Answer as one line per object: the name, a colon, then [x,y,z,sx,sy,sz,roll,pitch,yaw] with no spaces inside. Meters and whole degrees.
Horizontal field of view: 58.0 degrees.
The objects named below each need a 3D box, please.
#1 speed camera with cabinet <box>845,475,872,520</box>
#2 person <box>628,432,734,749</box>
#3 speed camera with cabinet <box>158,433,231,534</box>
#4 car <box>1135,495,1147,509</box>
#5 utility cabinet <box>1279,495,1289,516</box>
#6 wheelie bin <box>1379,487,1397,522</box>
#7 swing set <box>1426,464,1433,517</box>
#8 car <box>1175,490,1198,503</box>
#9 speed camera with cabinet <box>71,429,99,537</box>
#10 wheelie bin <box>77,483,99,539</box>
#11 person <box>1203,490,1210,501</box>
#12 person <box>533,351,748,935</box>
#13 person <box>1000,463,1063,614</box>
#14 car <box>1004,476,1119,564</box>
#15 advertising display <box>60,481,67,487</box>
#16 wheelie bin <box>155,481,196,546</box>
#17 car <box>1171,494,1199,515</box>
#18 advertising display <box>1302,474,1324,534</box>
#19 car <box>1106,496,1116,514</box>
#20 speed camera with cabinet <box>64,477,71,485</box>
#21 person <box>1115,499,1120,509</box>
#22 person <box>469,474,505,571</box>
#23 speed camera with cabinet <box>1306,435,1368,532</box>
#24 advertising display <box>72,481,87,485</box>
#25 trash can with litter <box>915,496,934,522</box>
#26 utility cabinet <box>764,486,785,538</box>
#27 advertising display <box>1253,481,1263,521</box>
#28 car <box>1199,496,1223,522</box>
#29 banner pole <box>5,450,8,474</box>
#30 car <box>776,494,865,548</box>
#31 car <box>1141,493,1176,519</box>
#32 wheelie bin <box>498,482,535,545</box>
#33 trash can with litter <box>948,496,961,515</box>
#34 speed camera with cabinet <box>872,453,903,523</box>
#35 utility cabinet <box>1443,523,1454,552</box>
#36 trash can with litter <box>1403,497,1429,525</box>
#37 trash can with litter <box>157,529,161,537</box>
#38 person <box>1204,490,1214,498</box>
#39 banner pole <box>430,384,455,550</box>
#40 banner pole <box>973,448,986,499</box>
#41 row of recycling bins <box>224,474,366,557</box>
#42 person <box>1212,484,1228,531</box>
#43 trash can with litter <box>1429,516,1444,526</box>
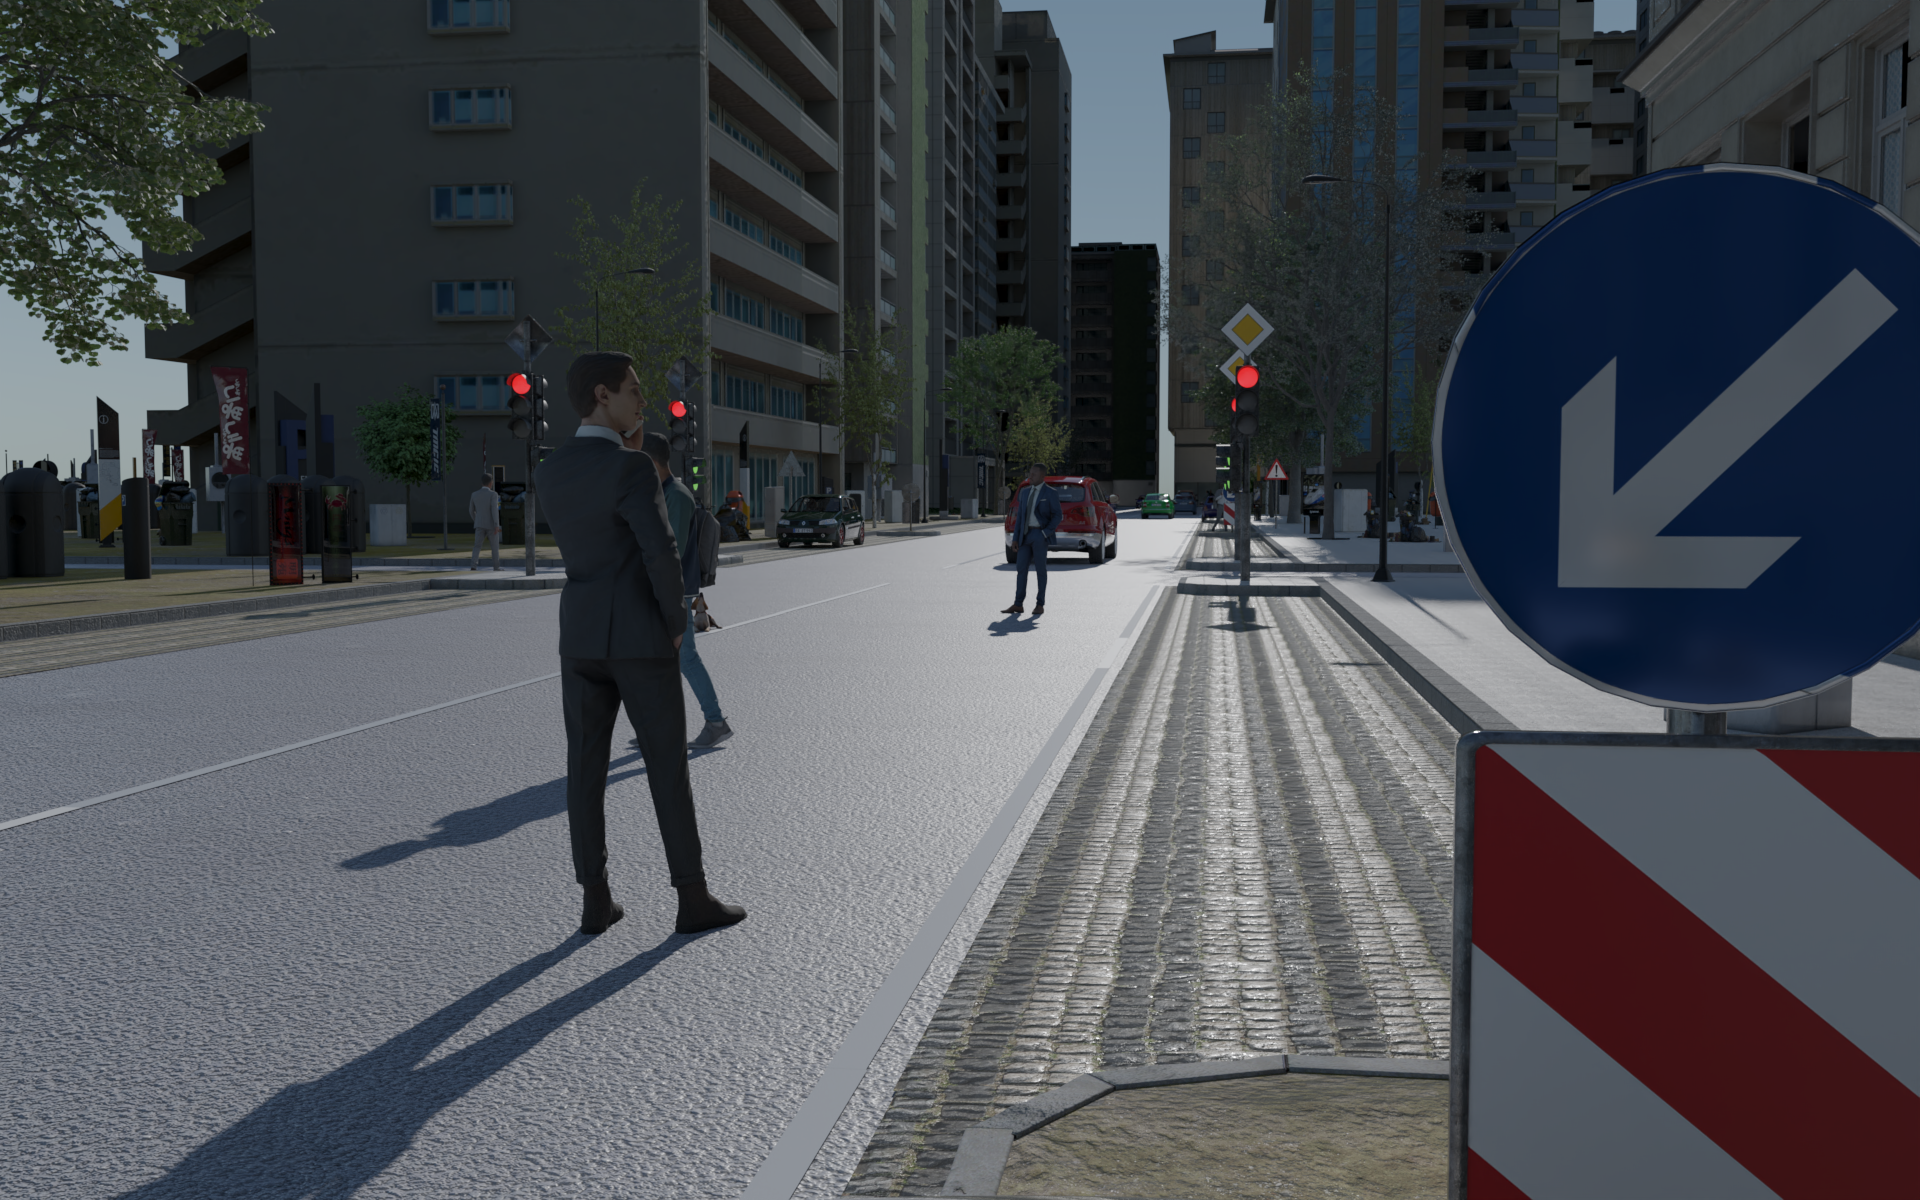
speed camera with cabinet: [-4.588,-5.374,82.203,2.038,3.252,0.660,-2,4,-29]
person: [-1.663,-0.060,9.836,0.721,1.781,0.623,-2,4,-35]
speed camera with cabinet: [-24.608,-3.758,55.775,2.038,3.252,0.660,-2,4,-34]
car: [17.816,-9.393,166.161,1.945,1.354,3.894,1,4,9]
utility cabinet: [19.067,-5.469,100.584,1.020,1.237,0.306,1,4,15]
wheelie bin: [19.832,-4.430,80.334,0.693,1.594,0.980,-1,4,-11]
swing set: [25.059,-5.413,86.128,3.119,2.851,2.862,0,4,2]
car: [22.591,-10.056,173.082,2.281,1.827,5.304,1,4,10]
speed camera with cabinet: [-26.075,-3.538,52.186,0.660,3.252,2.038,-1,4,-14]
wheelie bin: [-24.971,-2.570,49.921,0.980,1.594,0.693,2,4,27]
person: [20.518,-8.253,144.230,0.721,1.735,1.217,2,4,28]
person: [-1.092,0.129,5.758,0.648,1.900,0.474,2,4,27]
person: [0.885,-0.739,20.758,0.721,1.800,0.419,2,4,31]
car: [2.227,-1.745,37.205,2.281,1.827,5.304,1,4,10]
advertising display: [-43.152,-4.739,82.704,0.974,1.923,0.123,-3,4,-38]
wheelie bin: [-19.441,-2.148,43.035,0.693,1.594,0.980,3,4,37]
car: [15.647,-6.662,120.931,2.014,1.417,4.499,1,4,9]
advertising display: [11.416,-3.086,55.674,0.123,1.923,0.974,-3,4,-38]
car: [7.952,-5.292,99.103,1.945,1.354,3.894,1,4,10]
speed camera with cabinet: [-49.253,-6.151,94.896,2.038,3.252,0.660,0,4,5]
person: [15.312,-9.624,169.081,0.991,1.433,0.599,-3,5,-44]
person: [-8.336,-1.323,30.404,0.678,1.792,0.850,1,4,16]
speed camera with cabinet: [12.636,-3.897,58.053,2.038,3.252,0.660,-1,4,-18]
advertising display: [-42.811,-4.854,84.570,0.123,1.923,0.974,2,4,35]
trash can with litter: [-1.907,-4.309,81.516,1.678,1.210,2.233,0,4,-5]
utility cabinet: [-5.418,-2.555,50.451,0.318,1.500,1.173,-1,4,-21]
advertising display: [14.509,-4.842,84.385,0.123,1.923,0.974,-1,4,-10]
car: [13.383,-4.717,89.709,1.945,1.354,3.894,0,4,8]
banner pole: [-53.943,-6.609,98.068,0.401,3.779,0.863,-2,4,-26]
car: [-3.765,-2.283,47.109,2.009,1.686,4.222,1,4,9]
car: [11.502,-5.607,100.475,1.959,1.807,4.718,1,4,9]
wheelie bin: [-11.268,-2.201,43.896,0.980,1.594,0.693,0,4,-5]
trash can with litter: [-0.245,-5.757,105.189,2.233,1.210,1.678,0,4,-7]
speed camera with cabinet: [-3.186,-5.144,78.432,0.660,3.252,2.038,-1,4,-23]
utility cabinet: [11.262,-1.665,38.388,1.020,1.237,0.306,0,4,5]
trash can with litter: [19.137,-3.734,72.441,1.055,1.170,0.624,-1,4,-17]
trash can with litter: [-23.316,-2.426,51.057,1.055,1.170,0.624,2,4,32]
person: [22.521,-8.998,155.635,1.348,1.821,0.705,1,4,15]
banner pole: [-11.951,-3.042,39.761,0.401,3.779,0.863,-3,5,-44]
banner pole: [0.992,-6.321,93.363,0.863,3.779,0.401,1,4,15]
row of recycling bins: [-14.109,-1.830,37.033,1.069,1.692,3.534,2,4,25]
person: [9.261,-3.234,61.473,0.679,1.850,0.850,-3,5,-40]
trash can with litter: [19.536,-3.608,70.380,0.624,1.170,1.055,1,4,21]
